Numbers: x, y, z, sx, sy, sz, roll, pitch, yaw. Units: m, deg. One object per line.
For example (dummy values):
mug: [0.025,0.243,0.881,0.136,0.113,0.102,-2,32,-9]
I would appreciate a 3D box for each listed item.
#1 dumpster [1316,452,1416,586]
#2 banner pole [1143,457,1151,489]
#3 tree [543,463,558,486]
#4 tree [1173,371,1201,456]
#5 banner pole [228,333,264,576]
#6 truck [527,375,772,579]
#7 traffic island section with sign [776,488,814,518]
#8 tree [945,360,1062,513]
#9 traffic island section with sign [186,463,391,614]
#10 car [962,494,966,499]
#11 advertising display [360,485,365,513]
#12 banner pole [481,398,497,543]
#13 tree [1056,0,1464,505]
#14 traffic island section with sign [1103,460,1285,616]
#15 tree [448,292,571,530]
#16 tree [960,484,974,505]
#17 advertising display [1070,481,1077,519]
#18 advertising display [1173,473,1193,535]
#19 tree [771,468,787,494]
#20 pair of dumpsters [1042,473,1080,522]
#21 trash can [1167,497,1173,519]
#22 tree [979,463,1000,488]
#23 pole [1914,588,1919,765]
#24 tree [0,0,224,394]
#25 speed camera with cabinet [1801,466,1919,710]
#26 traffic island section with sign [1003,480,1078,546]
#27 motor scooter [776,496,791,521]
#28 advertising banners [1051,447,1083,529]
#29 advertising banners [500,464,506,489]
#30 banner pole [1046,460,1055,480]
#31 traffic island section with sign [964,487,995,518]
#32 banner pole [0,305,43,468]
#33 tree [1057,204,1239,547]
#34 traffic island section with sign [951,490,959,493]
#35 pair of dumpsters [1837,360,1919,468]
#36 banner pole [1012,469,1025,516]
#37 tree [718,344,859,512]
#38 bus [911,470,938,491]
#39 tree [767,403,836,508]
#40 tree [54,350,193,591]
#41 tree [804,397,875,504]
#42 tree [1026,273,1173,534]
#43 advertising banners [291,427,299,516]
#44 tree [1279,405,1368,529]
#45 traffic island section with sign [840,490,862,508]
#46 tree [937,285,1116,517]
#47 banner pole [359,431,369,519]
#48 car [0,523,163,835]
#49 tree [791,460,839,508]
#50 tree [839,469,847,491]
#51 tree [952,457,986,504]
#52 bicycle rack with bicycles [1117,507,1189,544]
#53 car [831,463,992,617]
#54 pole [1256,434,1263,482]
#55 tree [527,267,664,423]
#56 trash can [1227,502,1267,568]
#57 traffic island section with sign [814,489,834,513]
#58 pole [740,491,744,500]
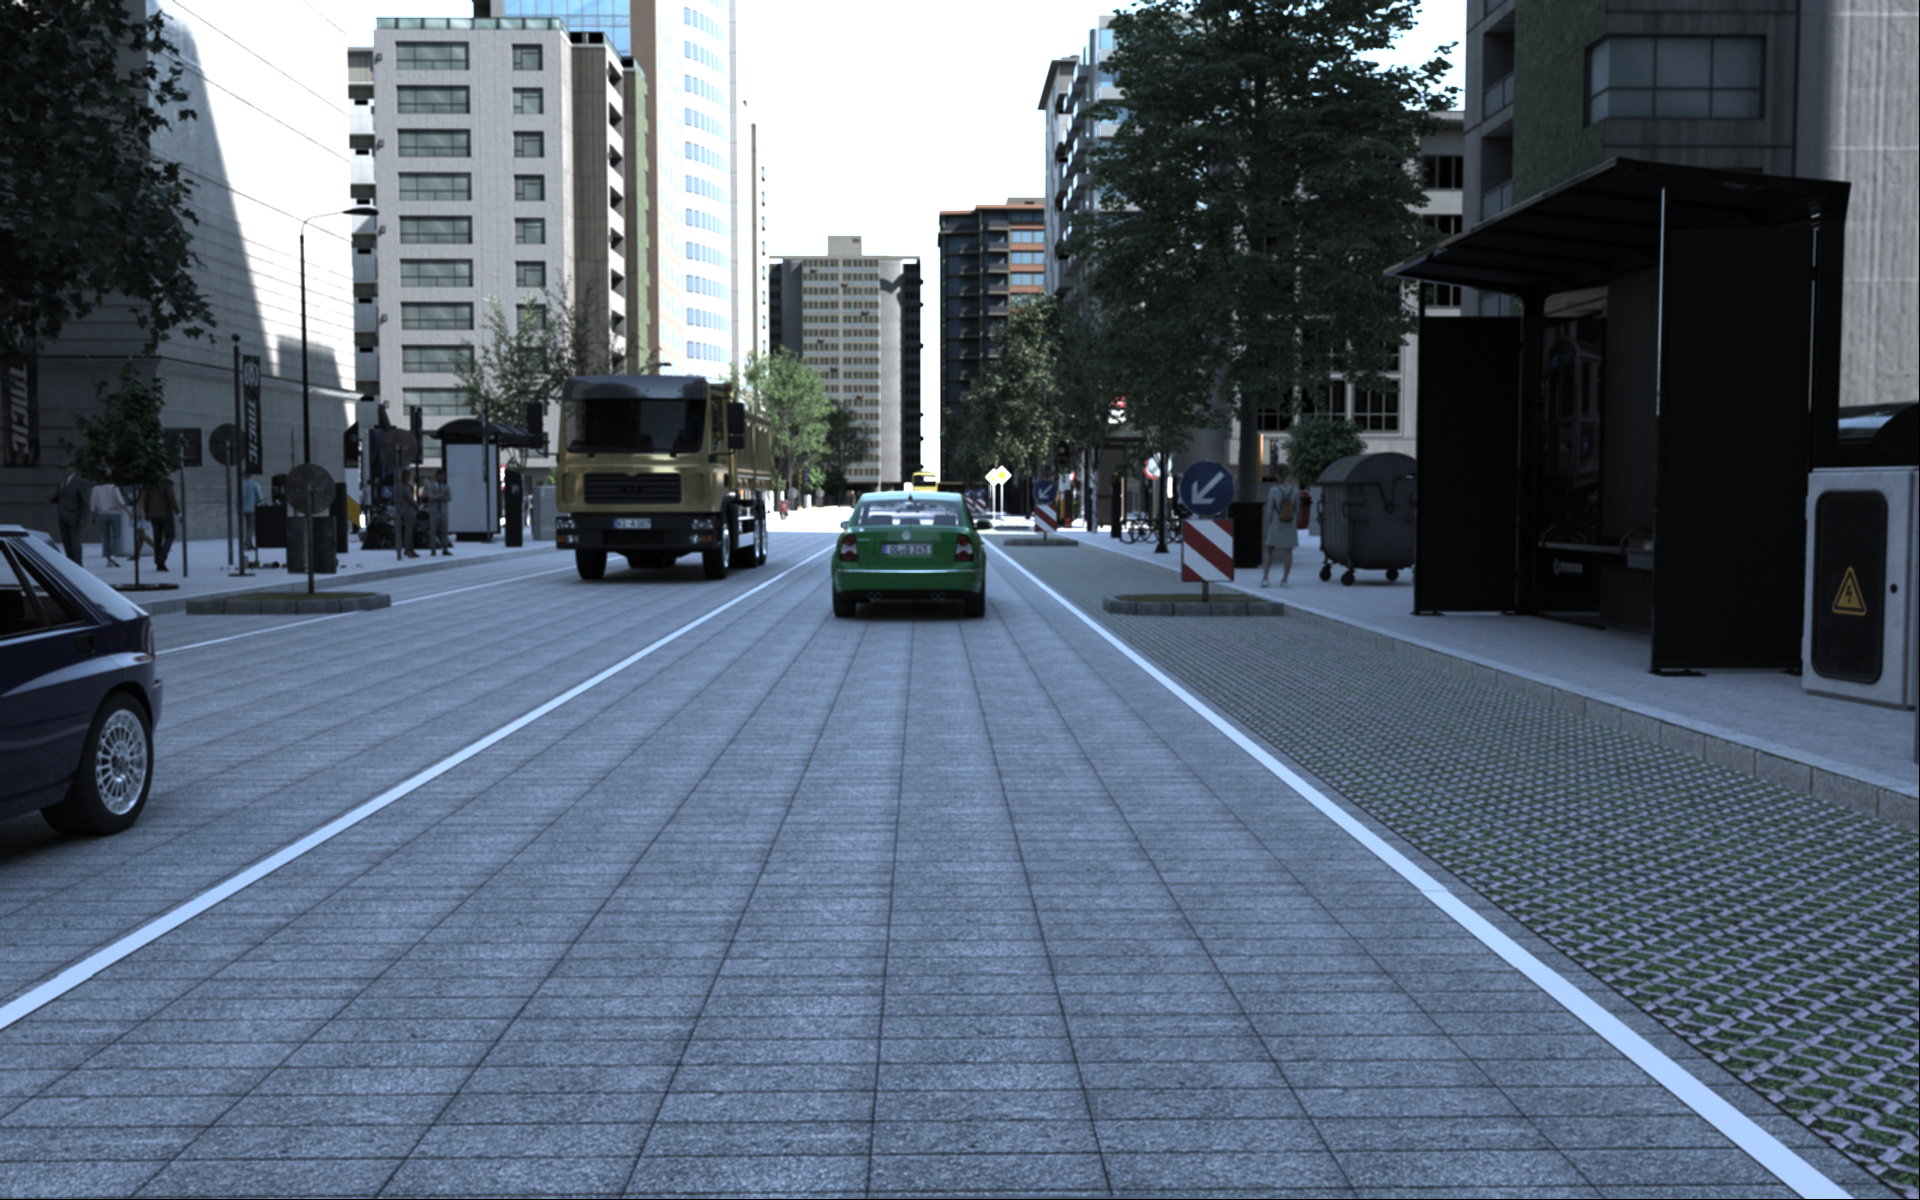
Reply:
dumpster: [5.909,-1.165,24.803,1.264,1.857,1.865,0,4,-1]
banner pole: [11.370,-6.958,103.787,0.863,3.779,0.401,1,4,18]
tree: [-22.672,-6.336,98.191,1.663,3.219,1.824,0,3,0]
tree: [9.799,-8.194,84.335,4.360,8.622,3.978,0,3,0]
banner pole: [-11.228,-2.280,27.299,0.401,3.779,0.863,1,4,10]
truck: [-5.177,-2.163,31.295,3.469,3.379,9.791,0,4,0]
traffic island section with sign: [-9.932,-5.800,103.454,1.989,1.847,2.006,0,4,-1]
tree: [3.145,-11.083,115.615,8.767,10.594,7.601,0,3,0]
traffic island section with sign: [-8.245,-0.792,21.572,1.989,1.847,2.006,0,4,-1]
car: [-0.200,-9.084,157.314,1.959,1.807,4.718,0,4,-2]
advertising display: [-41.535,-7.001,119.686,0.974,1.923,0.123,1,4,19]
banner pole: [-12.301,-3.359,44.936,0.401,3.779,0.863,0,4,-4]
tree: [5.427,-6.873,30.496,7.486,12.596,7.792,0,3,0]
traffic island section with sign: [2.783,-0.764,21.124,1.989,1.847,2.006,0,4,-1]
tree: [-16.042,-6.844,62.257,4.737,8.622,4.395,0,3,0]
tree: [1.486,-15.442,202.836,4.360,8.622,3.978,0,3,0]
advertising display: [5.135,-4.779,83.351,0.974,1.923,0.123,-1,4,-17]
advertising display: [7.012,-3.009,54.412,0.123,1.923,0.974,3,4,39]
tree: [-13.710,-8.191,128.519,1.663,3.219,1.824,0,3,0]
pair of dumpsters: [4.547,-4.786,80.738,1.574,2.255,4.437,0,4,-1]
trash can: [9.489,-4.178,79.966,0.748,1.137,0.748,0,3,0]
tree: [3.180,-9.221,134.469,4.285,4.588,4.351,0,3,0]
pole: [4.619,-0.872,8.093,0.158,3.312,0.155,0,3,0]
tree: [-11.071,-5.968,14.591,9.611,12.733,9.660,0,3,0]
speed camera with cabinet: [5.853,-0.965,10.122,0.660,3.252,2.038,-1,4,-10]
traffic island section with sign: [2.223,-2.423,48.246,1.989,1.847,2.006,0,4,-1]
motor scooter: [-9.515,-4.944,93.610,0.815,1.314,1.986,0,4,1]
advertising banners: [3.993,-4.167,64.316,0.090,3.025,2.074,3,4,38]
advertising banners: [-26.331,-6.472,102.006,0.090,3.025,2.074,2,4,35]
banner pole: [6.770,-8.329,126.188,0.401,3.779,0.863,-1,4,-17]
traffic island section with sign: [1.102,-5.834,104.020,1.989,1.847,2.006,0,4,-1]
banner pole: [-11.137,-1.851,20.277,0.863,3.779,0.401,1,4,9]
tree: [4.800,-5.614,42.145,4.737,8.622,4.395,0,3,0]
traffic island section with sign: [0.529,-7.490,131.092,1.989,1.847,2.006,0,4,-1]
pair of dumpsters: [7.141,-0.746,14.693,1.574,2.255,4.437,0,4,-1]
banner pole: [3.442,-6.856,102.117,0.863,3.779,0.401,-1,4,-13]
tree: [-12.863,-11.938,120.942,9.928,11.665,9.643,0,3,0]
bus: [-3.661,-11.508,179.708,2.896,3.916,12.252,0,4,-1]
tree: [-14.565,-13.423,153.880,7.601,10.594,8.767,-3,5,-41]
tree: [-11.046,-1.760,23.379,1.663,3.219,1.824,0,3,0]
tree: [-15.138,-18.929,219.853,12.009,13.543,11.850,0,3,0]
tree: [4.304,-6.464,56.042,4.360,8.622,3.978,0,3,0]
advertising banners: [-17.759,-3.062,46.249,0.090,3.025,2.074,-1,4,-17]
tree: [13.371,-4.904,63.888,4.285,4.588,4.351,0,3,0]
traffic island section with sign: [-11.489,-10.521,180.649,1.989,1.847,2.006,0,4,-1]
tree: [4.337,-10.909,95.364,9.611,12.733,9.660,0,3,0]
banner pole: [-23.756,-4.817,68.774,0.863,3.779,0.401,0,4,8]
car: [-4.391,0.401,6.026,1.945,1.354,3.894,0,3,0]
tree: [-14.291,-10.997,163.517,4.285,4.588,4.351,0,3,0]
tree: [-14.474,-13.147,198.666,4.285,4.588,4.351,0,3,0]
tree: [0.962,-16.920,226.999,4.737,8.622,4.395,0,3,0]
bicycle rack with bicycles: [5.448,-1.979,45.747,2.925,0.926,2.852,0,4,-3]
car: [-0.572,-0.780,21.551,1.959,1.807,4.718,0,4,1]
pole: [10.169,-3.976,58.854,0.158,3.312,0.155,0,3,0]
tree: [-12.115,-6.501,56.648,4.360,8.622,3.978,0,3,0]
trash can: [4.957,-1.131,30.147,0.748,1.137,0.748,0,3,0]
traffic island section with sign: [-10.475,-7.450,130.437,1.989,1.847,2.006,0,4,-1]
pole: [-11.757,-6.079,93.238,0.158,3.312,0.155,0,3,0]
